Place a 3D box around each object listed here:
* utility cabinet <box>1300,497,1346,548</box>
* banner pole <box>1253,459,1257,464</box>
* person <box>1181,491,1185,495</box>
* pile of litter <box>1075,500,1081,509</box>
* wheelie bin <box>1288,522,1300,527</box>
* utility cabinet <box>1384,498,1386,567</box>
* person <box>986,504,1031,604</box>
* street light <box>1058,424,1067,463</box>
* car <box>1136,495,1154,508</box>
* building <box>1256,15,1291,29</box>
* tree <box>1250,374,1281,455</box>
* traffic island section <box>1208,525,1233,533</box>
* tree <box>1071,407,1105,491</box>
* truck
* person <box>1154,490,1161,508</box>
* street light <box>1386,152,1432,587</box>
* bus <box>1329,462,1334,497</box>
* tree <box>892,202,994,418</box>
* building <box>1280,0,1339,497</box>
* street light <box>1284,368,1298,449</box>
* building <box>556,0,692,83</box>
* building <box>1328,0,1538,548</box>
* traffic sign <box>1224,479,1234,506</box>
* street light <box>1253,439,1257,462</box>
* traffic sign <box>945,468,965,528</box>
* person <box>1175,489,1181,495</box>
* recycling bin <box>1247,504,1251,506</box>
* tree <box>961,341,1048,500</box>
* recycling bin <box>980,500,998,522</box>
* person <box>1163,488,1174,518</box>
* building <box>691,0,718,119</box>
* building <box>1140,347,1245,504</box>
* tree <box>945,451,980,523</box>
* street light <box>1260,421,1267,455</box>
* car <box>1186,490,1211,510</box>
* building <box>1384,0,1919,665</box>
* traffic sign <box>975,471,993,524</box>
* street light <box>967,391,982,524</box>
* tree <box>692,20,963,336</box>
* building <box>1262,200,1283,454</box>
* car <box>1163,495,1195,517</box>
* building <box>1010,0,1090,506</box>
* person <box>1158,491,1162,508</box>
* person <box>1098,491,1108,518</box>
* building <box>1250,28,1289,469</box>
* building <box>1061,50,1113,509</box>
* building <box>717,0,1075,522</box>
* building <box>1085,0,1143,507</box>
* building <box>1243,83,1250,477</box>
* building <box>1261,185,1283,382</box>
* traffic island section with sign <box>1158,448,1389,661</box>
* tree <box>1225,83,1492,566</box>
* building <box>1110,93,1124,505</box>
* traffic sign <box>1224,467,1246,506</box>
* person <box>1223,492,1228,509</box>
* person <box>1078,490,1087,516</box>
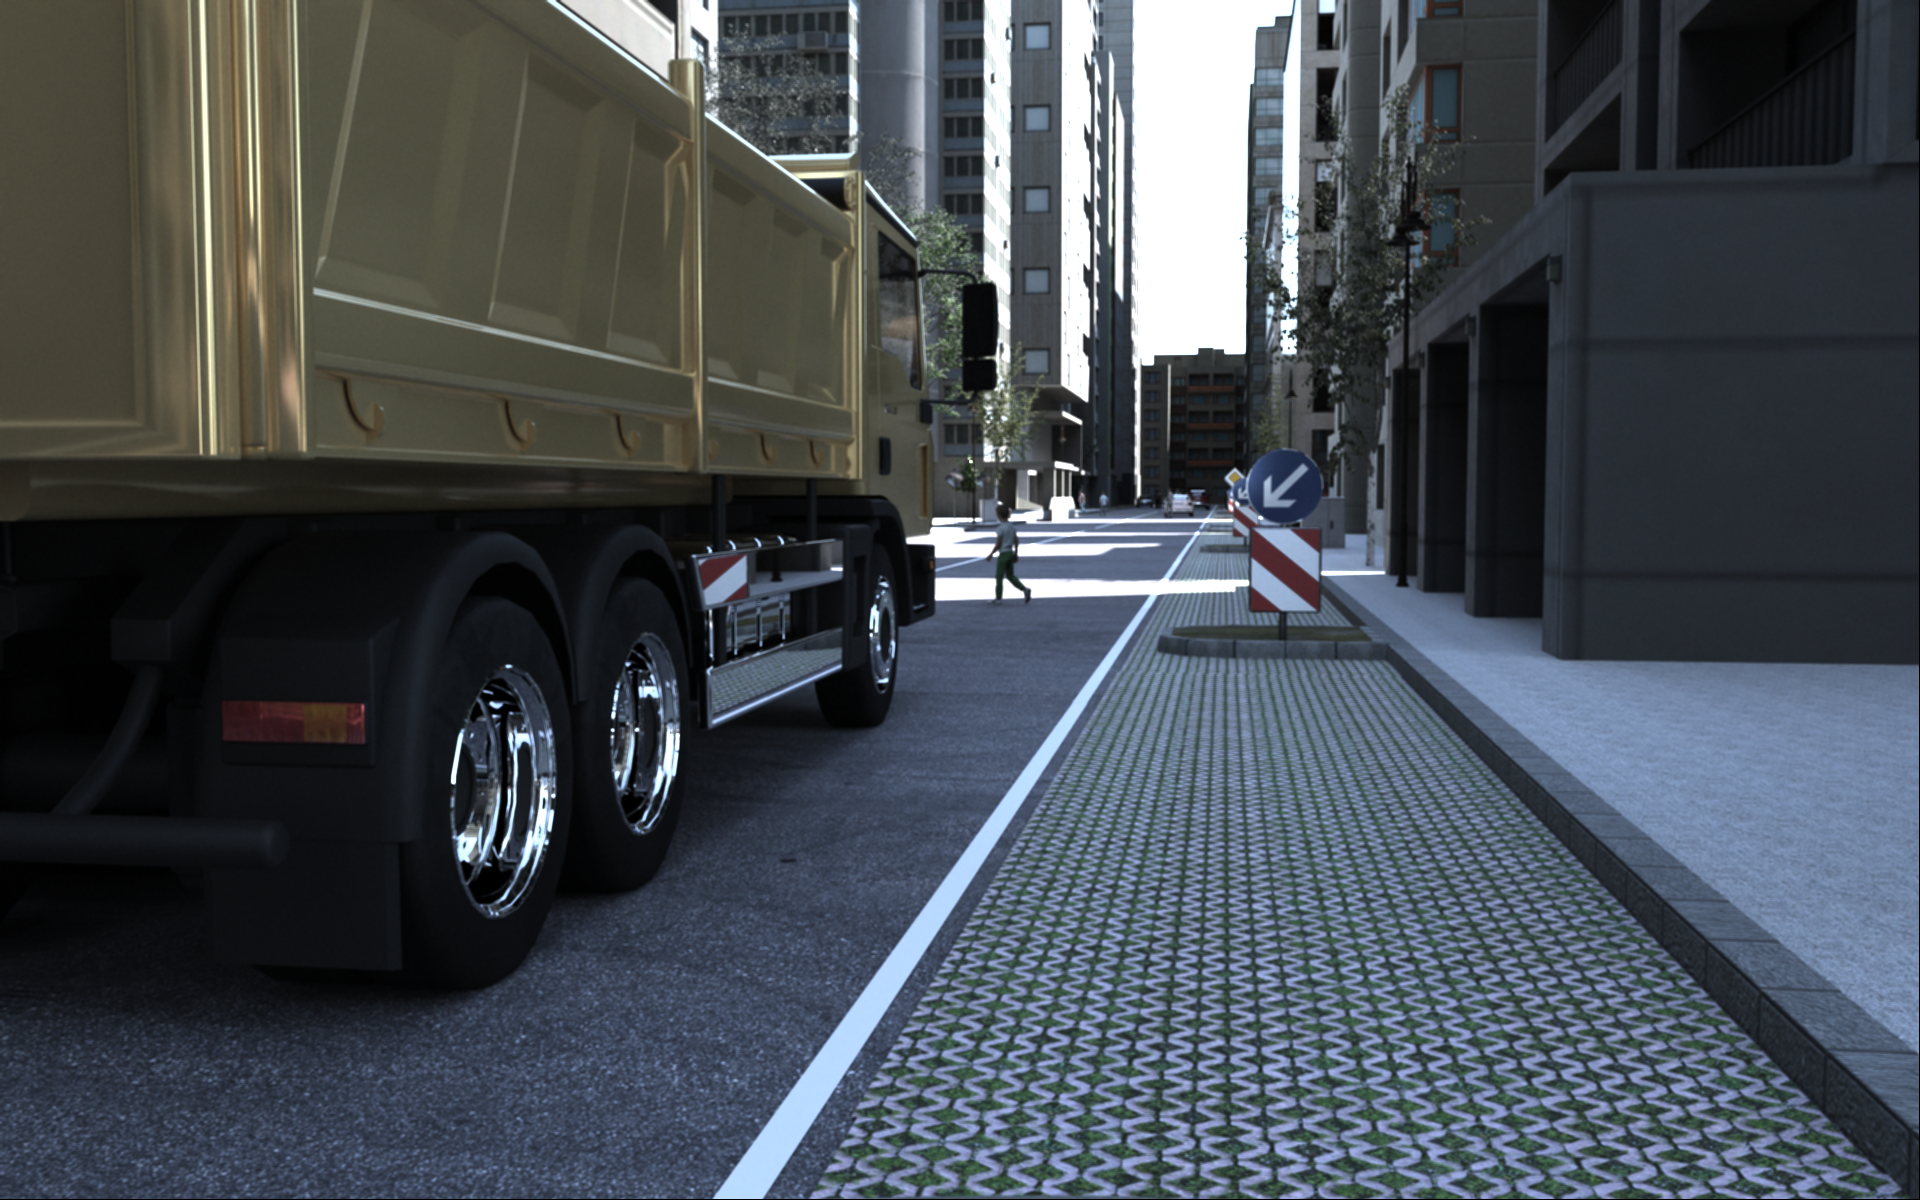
[{"bbox_3d":[8.592,-1.827,41.034,1.020,1.237,0.306,0,4,1],"label":"utility cabinet"},{"bbox_3d":[20.876,-8.114,122.686,0.401,3.779,0.863,2,4,24],"label":"banner pole"},{"bbox_3d":[24.790,-11.222,191.988,0.705,1.823,1.348,3,5,44],"label":"person"},{"bbox_3d":[9.910,-8.172,147.577,1.176,0.858,1.719,2,4,29],"label":"pile of litter"},{"bbox_3d":[11.431,-3.086,58.364,0.980,1.594,0.693,0,4,-7],"label":"wheelie bin"},{"bbox_3d":[7.802,-1.149,29.947,0.306,1.237,1.020,-2,4,-30],"label":"utility cabinet"},{"bbox_3d":[0.636,-0.602,22.590,0.590,1.304,0.306,1,4,19],"label":"person"},{"bbox_3d":[6.704,-8.614,113.633,0.468,5.910,1.993,1,4,9],"label":"street light"},{"bbox_3d":[19.575,-10.449,183.425,1.945,1.354,3.894,0,4,7],"label":"car"},{"bbox_3d":[39.867,-33.540,172.080,21.300,48.544,21.600,1,4,9],"label":"building"},{"bbox_3d":[19.015,-9.252,101.632,4.737,8.622,4.395,0,3,0],"label":"tree"},{"bbox_3d":[10.297,-2.603,64.835,2.009,0.180,2.903,1,4,9],"label":"traffic island section"},{"bbox_3d":[10.083,-11.970,146.077,4.360,8.622,3.978,0,3,0],"label":"tree"},{"bbox_3d":[-2.001,-0.785,8.760,3.469,3.379,9.791,1,4,9],"label":"truck"},{"bbox_3d":[19.692,-10.053,172.879,0.705,1.823,1.348,-1,4,-23],"label":"person"},{"bbox_3d":[6.140,-3.123,23.855,0.468,5.910,1.993,1,4,9],"label":"street light"},{"bbox_3d":[21.167,-4.428,67.262,13.247,3.499,2.948,0,4,7],"label":"bus"},{"bbox_3d":[-2.407,-8.126,58.619,9.928,11.665,9.643,0,3,0],"label":"tree"},{"bbox_3d":[32.217,-16.759,78.533,34.151,26.468,19.350,1,4,9],"label":"building"},{"bbox_3d":[12.128,-5.557,63.644,0.468,5.910,1.993,1,4,9],"label":"street light"},{"bbox_3d":[-17.329,-24.485,24.024,21.300,48.544,21.600,1,4,9],"label":"building"},{"bbox_3d":[25.095,-12.368,47.255,27.650,21.520,28.899,1,4,9],"label":"building"},{"bbox_3d":[11.478,-4.221,72.655,0.795,2.450,0.064,1,4,9],"label":"traffic sign"},{"bbox_3d":[24.917,-10.608,146.234,0.468,5.910,1.993,1,4,9],"label":"street light"},{"bbox_3d":[-0.198,-3.837,66.375,0.795,2.450,0.064,1,4,9],"label":"traffic sign"},{"bbox_3d":[17.328,-7.940,138.192,0.514,1.842,0.818,-3,5,-41],"label":"person"},{"bbox_3d":[23.146,-7.641,137.483,0.722,1.027,0.722,2,4,25],"label":"recycling bin"},{"bbox_3d":[1.953,-8.046,81.919,4.737,8.622,4.395,0,3,0],"label":"tree"},{"bbox_3d":[1.305,-4.063,78.983,0.722,1.027,0.722,-1,4,-10],"label":"recycling bin"},{"bbox_3d":[12.417,-5.774,103.110,0.583,1.804,0.606,2,4,32],"label":"person"},{"bbox_3d":[-16.282,-23.026,60.073,14.086,41.232,14.154,1,4,9],"label":"building"},{"bbox_3d":[35.291,-24.351,243.185,28.899,21.520,27.650,1,4,9],"label":"building"},{"bbox_3d":[0.398,-5.059,77.318,1.663,3.219,1.824,0,3,0],"label":"tree"},{"bbox_3d":[18.787,-8.217,107.131,0.468,5.910,1.993,1,4,9],"label":"street light"},{"bbox_3d":[21.697,-9.105,157.537,2.281,1.827,5.304,1,4,10],"label":"car"},{"bbox_3d":[15.407,-35.223,14.142,20.563,71.187,20.611,1,4,9],"label":"building"},{"bbox_3d":[1.008,-4.320,74.269,0.795,2.450,0.064,1,4,9],"label":"traffic sign"},{"bbox_3d":[0.597,-6.223,74.526,0.468,5.910,1.993,1,4,9],"label":"street light"},{"bbox_3d":[-5.015,-8.235,45.017,12.009,13.543,11.850,0,3,0],"label":"tree"},{"bbox_3d":[24.671,-16.082,112.088,9.793,20.994,18.267,1,4,9],"label":"building"},{"bbox_3d":[14.124,-6.071,111.629,2.083,1.381,4.827,0,4,7],"label":"car"},{"bbox_3d":[-4.432,-33.114,130.657,28.713,52.752,27.495,1,4,9],"label":"building"},{"bbox_3d":[20.878,-10.570,182.124,0.742,1.727,0.445,2,4,32],"label":"person"},{"bbox_3d":[8.629,-5.745,104.236,0.589,1.601,0.330,-1,4,-14],"label":"person"},{"bbox_3d":[33.247,-28.850,155.296,14.154,41.232,14.086,1,4,9],"label":"building"},{"bbox_3d":[6.252,-28.901,156.128,14.154,41.232,14.086,1,4,9],"label":"building"},{"bbox_3d":[-10.089,-24.829,97.831,32.217,40.220,23.993,1,4,9],"label":"building"},{"bbox_3d":[11.708,-47.477,214.493,20.611,71.187,20.563,1,4,9],"label":"building"},{"bbox_3d":[42.966,-34.918,194.610,21.300,48.544,21.600,1,4,9],"label":"building"},{"bbox_3d":[29.608,-20.537,133.039,12.463,27.353,25.104,1,4,9],"label":"building"},{"bbox_3d":[2.836,-0.443,15.864,1.989,1.847,2.006,1,4,9],"label":"traffic island section with sign"},{"bbox_3d":[7.106,-4.917,30.760,4.360,8.622,3.978,0,3,0],"label":"tree"},{"bbox_3d":[10.628,-33.079,190.953,14.600,45.320,14.200,1,4,9],"label":"building"},{"bbox_3d":[10.272,-3.738,64.762,0.795,2.450,0.064,1,4,9],"label":"traffic sign"},{"bbox_3d":[25.626,-9.617,167.212,0.415,1.643,0.593,0,4,-6],"label":"person"},{"bbox_3d":[7.897,-6.259,111.672,0.643,1.720,0.563,0,4,-7],"label":"person"}]
